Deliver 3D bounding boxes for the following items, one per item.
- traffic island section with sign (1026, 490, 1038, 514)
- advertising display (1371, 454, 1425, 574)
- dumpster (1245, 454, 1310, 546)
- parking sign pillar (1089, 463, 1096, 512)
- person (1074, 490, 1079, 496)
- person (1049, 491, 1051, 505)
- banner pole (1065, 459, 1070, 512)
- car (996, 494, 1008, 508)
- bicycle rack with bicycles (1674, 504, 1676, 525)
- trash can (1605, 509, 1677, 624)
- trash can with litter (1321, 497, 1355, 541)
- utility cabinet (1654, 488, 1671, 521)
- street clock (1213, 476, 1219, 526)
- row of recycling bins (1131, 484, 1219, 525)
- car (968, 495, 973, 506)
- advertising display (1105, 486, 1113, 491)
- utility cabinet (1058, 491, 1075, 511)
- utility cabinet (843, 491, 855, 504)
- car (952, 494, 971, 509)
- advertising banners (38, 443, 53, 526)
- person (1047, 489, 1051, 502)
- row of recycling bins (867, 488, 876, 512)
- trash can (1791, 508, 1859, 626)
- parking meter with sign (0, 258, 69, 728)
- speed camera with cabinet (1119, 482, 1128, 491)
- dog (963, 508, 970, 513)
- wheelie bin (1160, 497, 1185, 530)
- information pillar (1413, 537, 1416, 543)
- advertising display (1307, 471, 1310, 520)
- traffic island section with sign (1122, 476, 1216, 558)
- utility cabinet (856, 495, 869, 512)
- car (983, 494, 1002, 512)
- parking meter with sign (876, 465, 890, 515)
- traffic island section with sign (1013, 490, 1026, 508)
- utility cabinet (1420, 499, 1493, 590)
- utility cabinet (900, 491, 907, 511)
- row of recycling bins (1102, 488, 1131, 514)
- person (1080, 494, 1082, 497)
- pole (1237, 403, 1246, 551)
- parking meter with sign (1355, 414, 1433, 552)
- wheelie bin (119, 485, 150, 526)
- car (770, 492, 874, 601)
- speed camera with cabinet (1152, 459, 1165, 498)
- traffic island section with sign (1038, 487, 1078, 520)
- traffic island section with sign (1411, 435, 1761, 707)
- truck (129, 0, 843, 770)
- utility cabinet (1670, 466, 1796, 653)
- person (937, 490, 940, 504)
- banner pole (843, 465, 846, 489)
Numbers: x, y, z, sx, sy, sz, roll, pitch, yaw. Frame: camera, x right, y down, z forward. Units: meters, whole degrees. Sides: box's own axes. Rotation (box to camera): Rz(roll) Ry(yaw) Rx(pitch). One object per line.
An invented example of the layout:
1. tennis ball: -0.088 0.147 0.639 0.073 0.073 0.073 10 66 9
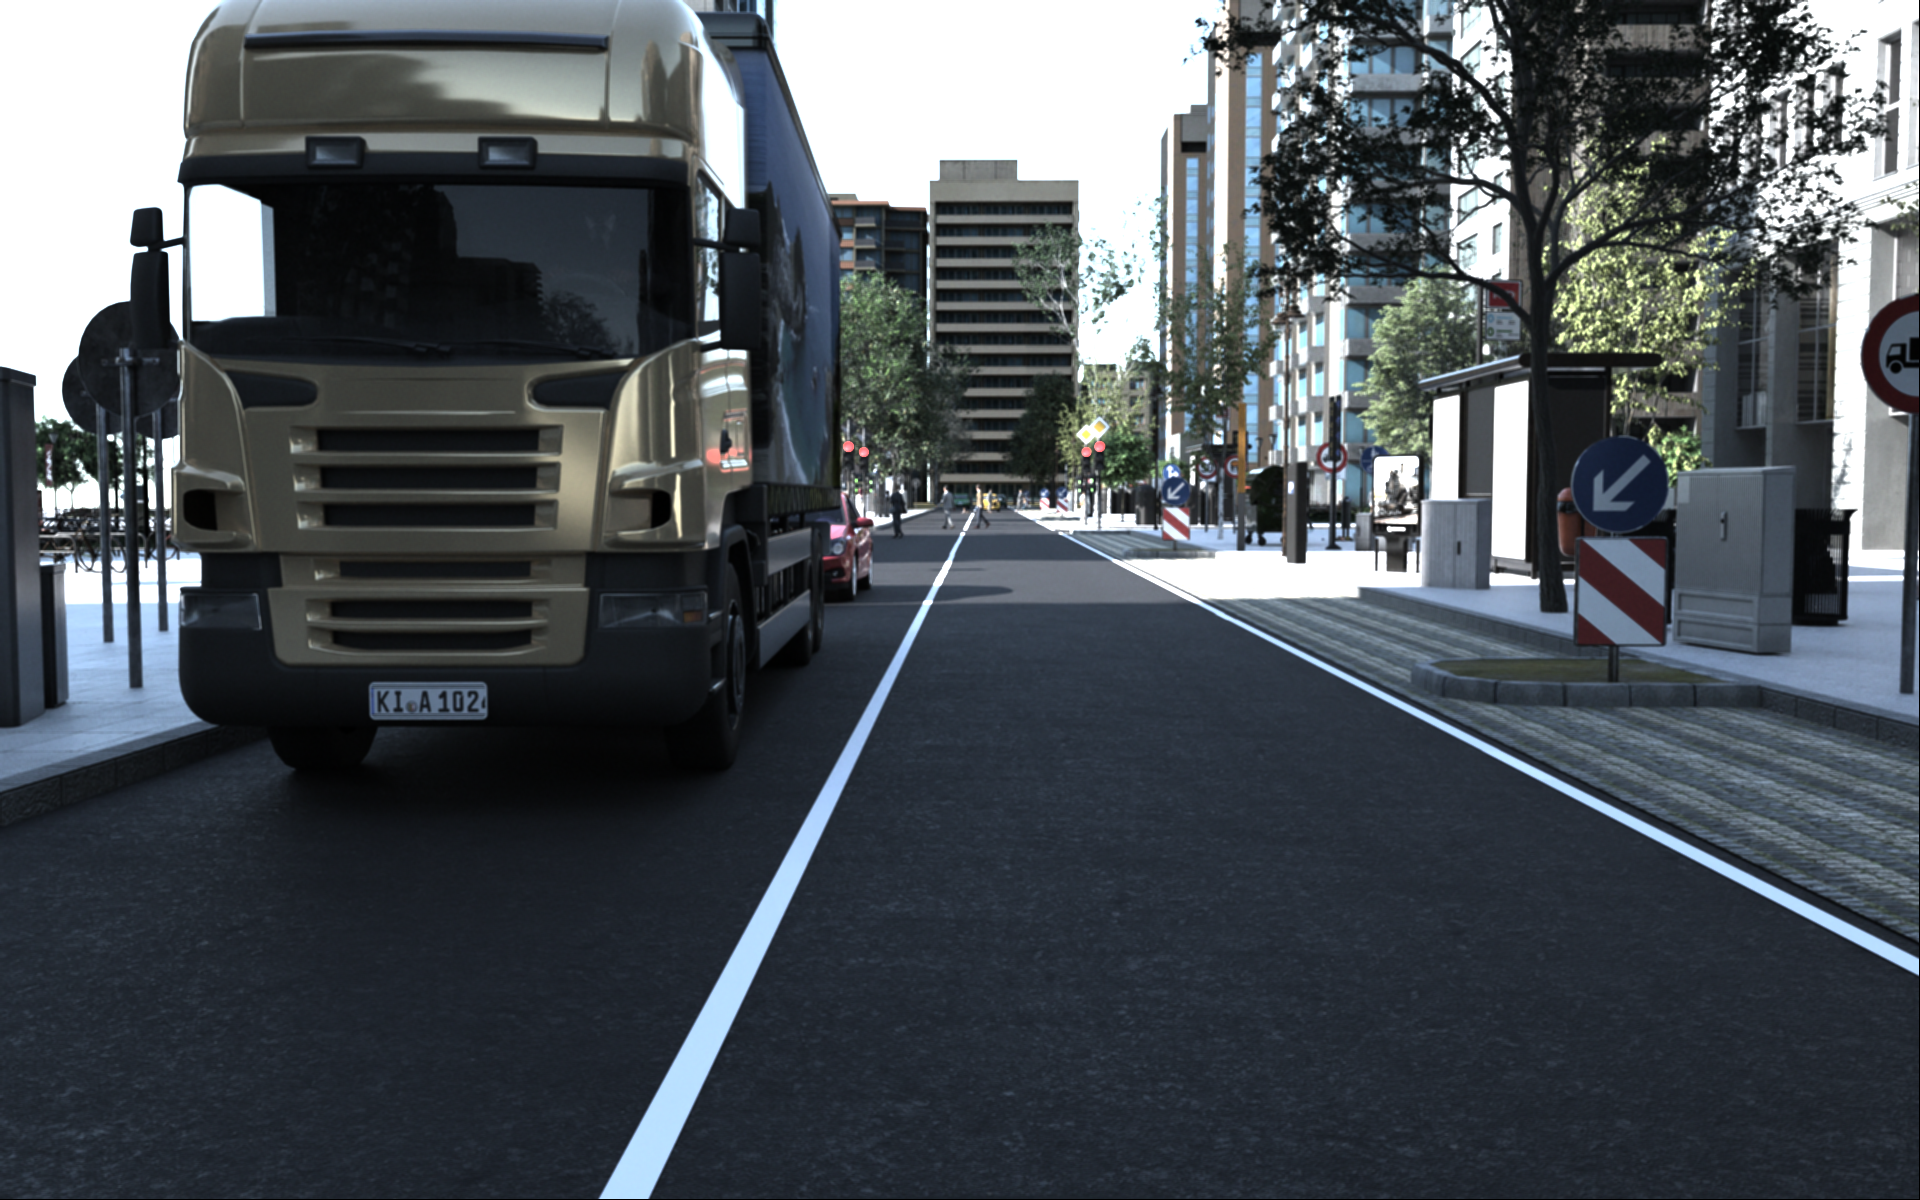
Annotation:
1. traffic island section with sign: 5.832 -6.952 122.299 1.989 1.847 2.006 0 4 1
2. advertising display: 7.138 -1.410 28.265 0.123 1.923 0.974 -3 4 -36
3. dumpster: 7.875 -2.507 43.487 1.502 2.255 1.985 0 4 1
4. parking sign pillar: 9.597 -8.249 123.341 1.447 3.967 1.447 -1 4 -15
5. person: 13.482 -12.108 204.523 1.217 1.766 0.721 0 4 2
6. person: 10.143 -11.762 198.359 1.348 1.823 0.705 -3 5 -43
7. banner pole: 7.673 -8.259 125.053 0.401 3.779 0.863 -1 4 -9
8. car: 4.090 -10.535 184.048 2.131 1.459 4.920 0 4 1
9. bicycle rack with bicycles: 25.314 -2.899 60.778 2.925 0.926 2.852 -2 4 -32
10. trash can: 6.442 -0.293 16.449 0.748 1.137 0.748 0 3 0
11. trash can with litter: 10.837 -2.246 47.772 1.678 1.210 2.233 2 4 25
12. utility cabinet: 23.748 -3.065 58.800 1.173 1.500 0.318 -2 4 -31
13. street clock: 10.314 -3.970 69.479 0.358 2.002 0.471 0 4 4
14. row of recycling bins: 8.983 -3.915 71.123 3.534 1.692 1.069 0 4 -4
15. car: 0.657 -12.251 212.884 1.945 1.354 3.894 0 4 3
16. advertising display: 10.376 -7.008 119.788 0.123 1.923 0.974 -3 5 -45
17. utility cabinet: 7.768 -7.194 126.302 1.173 1.500 0.318 1 4 23
18. utility cabinet: -7.662 -6.568 116.068 1.173 1.500 0.318 0 4 -1
19. car: 0.066 -9.569 165.257 1.959 1.807 4.718 0 4 2
20. advertising banners: -31.588 -3.859 59.282 0.090 3.025 2.074 0 4 4
21. person: 8.900 -10.250 173.622 0.705 1.826 1.348 1 4 19
22. row of recycling bins: -6.138 -7.181 124.518 1.069 1.692 3.534 -1 4 -12
23. trash can: 8.383 -0.327 16.996 0.748 1.137 0.748 0 3 0
24. parking meter with sign: -5.448 -0.823 9.712 0.543 3.016 1.738 -1 4 -16
25. speed camera with cabinet: 12.048 -7.698 120.197 2.038 3.252 0.660 0 4 1
26. dog: 0.447 -6.739 130.371 0.550 0.427 0.748 -2 4 -26
27. wheelie bin: 7.199 -3.097 58.538 0.693 1.594 0.980 -1 4 -22
28. information pillar: 11.889 -2.521 45.703 0.304 2.012 0.304 1 4 18
29. advertising display: 8.898 -2.481 45.773 0.974 1.923 0.123 -3 5 -42
30. traffic island section with sign: 4.724 -1.886 39.464 1.989 1.847 2.006 0 4 1
31. utility cabinet: -6.847 -6.773 121.905 1.020 1.237 0.306 3 5 40
32. car: 2.363 -7.914 139.624 2.015 1.641 3.980 0 4 0
33. parking meter with sign: -4.639 -6.489 102.349 0.543 3.016 1.738 1 4 18
34. traffic island section with sign: 6.521 -10.075 173.355 1.989 1.847 2.006 0 4 1
35. utility cabinet: 6.770 -0.766 23.688 0.306 1.237 1.020 -2 4 -32
36. utility cabinet: -4.033 -6.531 115.458 0.318 1.500 1.173 -3 5 -41
37. row of recycling bins: 10.476 -6.285 109.878 3.534 1.692 1.069 -2 4 -24
38. person: 12.702 -10.384 175.917 1.348 1.812 0.705 -2 4 -31
39. pole: 6.328 -2.755 38.891 0.158 3.312 0.155 0 3 0
40. parking meter with sign: 9.647 -2.572 38.314 1.738 3.016 0.543 2 4 31
41. wheelie bin: -28.587 -3.182 59.938 0.980 1.594 0.693 -3 5 -45
42. car: -2.259 -0.955 24.648 2.155 1.783 4.494 0 4 2
43. speed camera with cabinet: 11.594 -6.241 96.368 0.660 3.252 2.038 -3 5 -39
44. traffic island section with sign: 5.473 -5.304 95.346 1.989 1.847 2.006 0 4 1
45. traffic island section with sign: 4.374 -0.238 12.511 1.989 1.847 2.006 0 4 1
46. truck: -2.378 -1.436 12.394 2.839 4.237 11.283 0 4 -1
47. utility cabinet: 6.362 -0.344 14.297 0.318 1.500 1.173 -1 4 -10
48. person: -2.486 -12.033 203.579 0.742 1.727 0.445 3 5 42
49. banner pole: -7.170 -6.967 103.935 0.863 3.779 0.401 2 4 25
